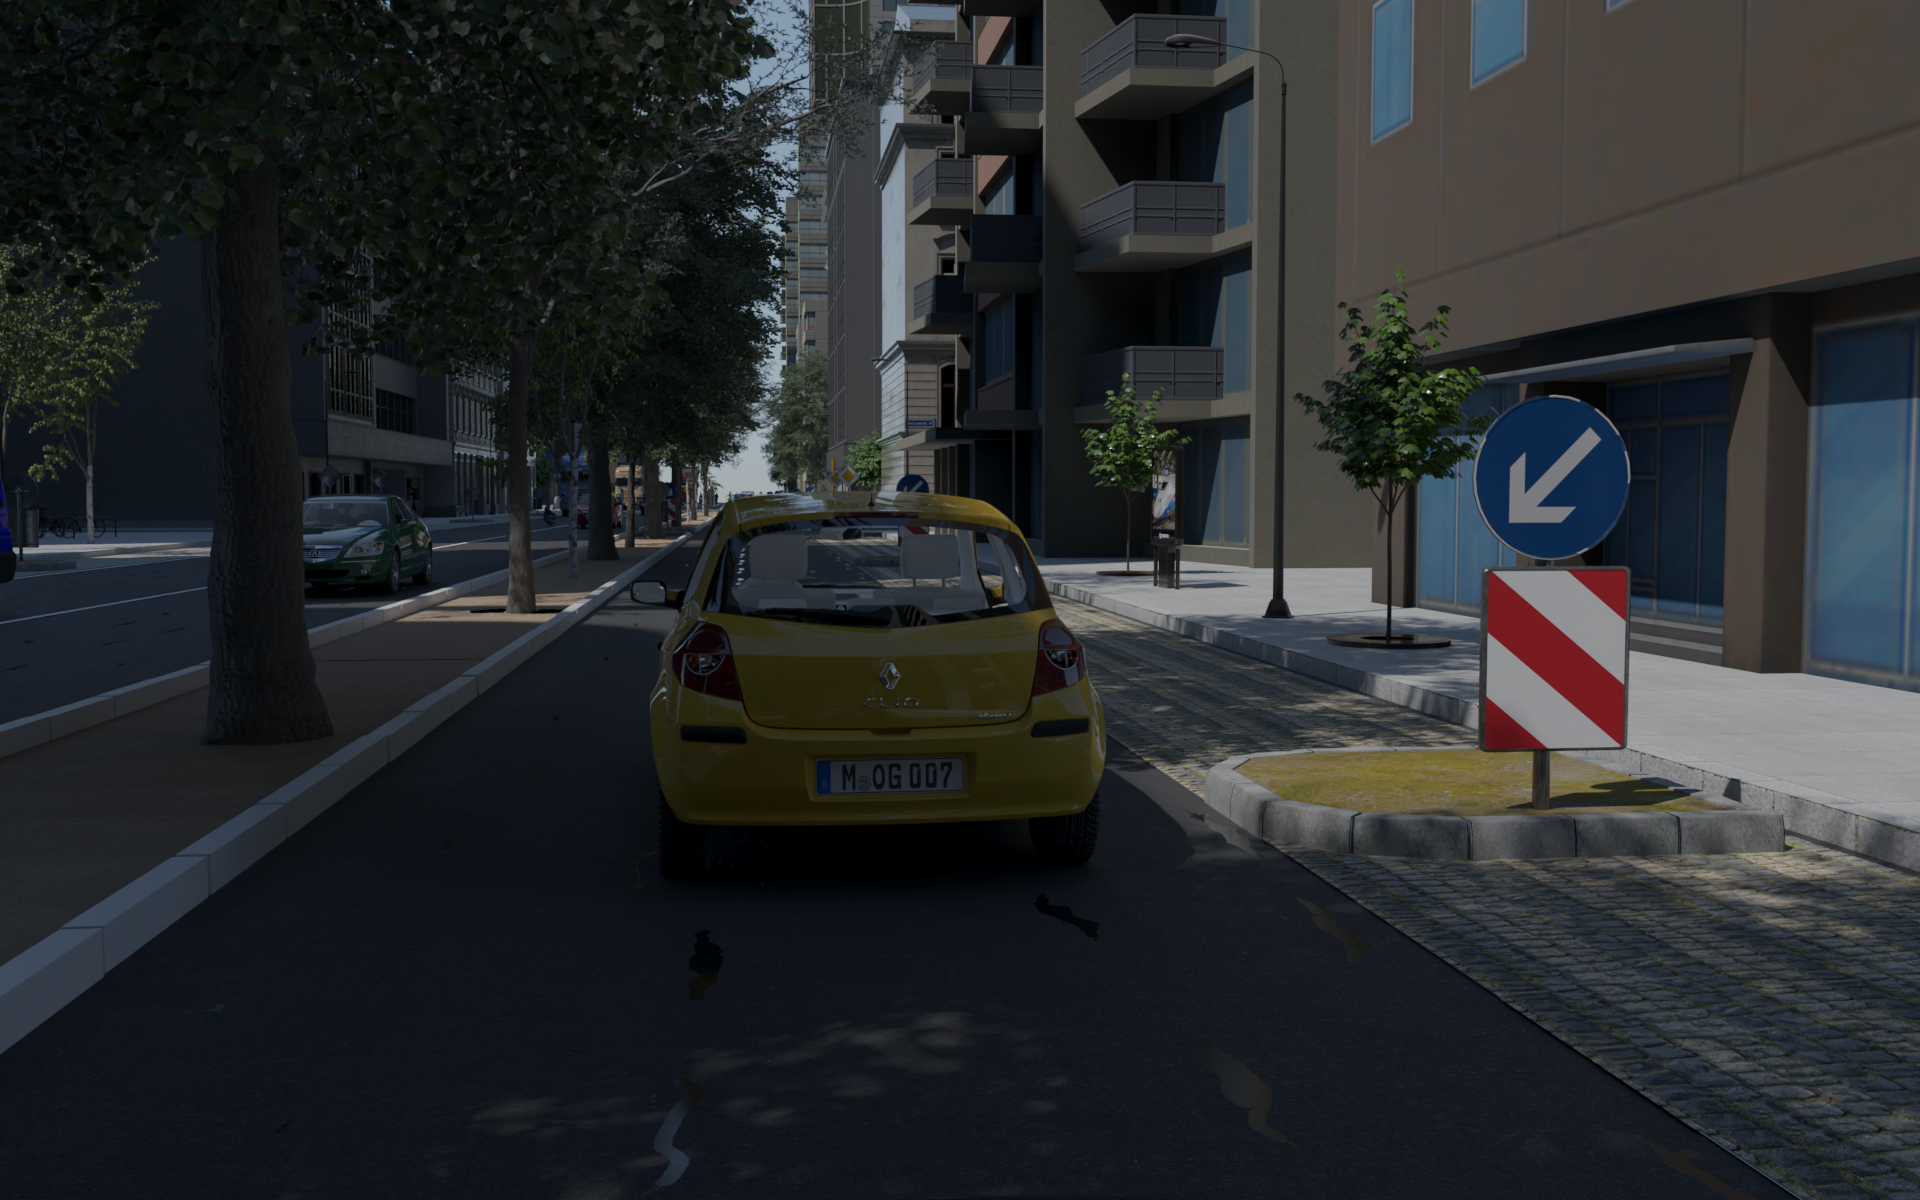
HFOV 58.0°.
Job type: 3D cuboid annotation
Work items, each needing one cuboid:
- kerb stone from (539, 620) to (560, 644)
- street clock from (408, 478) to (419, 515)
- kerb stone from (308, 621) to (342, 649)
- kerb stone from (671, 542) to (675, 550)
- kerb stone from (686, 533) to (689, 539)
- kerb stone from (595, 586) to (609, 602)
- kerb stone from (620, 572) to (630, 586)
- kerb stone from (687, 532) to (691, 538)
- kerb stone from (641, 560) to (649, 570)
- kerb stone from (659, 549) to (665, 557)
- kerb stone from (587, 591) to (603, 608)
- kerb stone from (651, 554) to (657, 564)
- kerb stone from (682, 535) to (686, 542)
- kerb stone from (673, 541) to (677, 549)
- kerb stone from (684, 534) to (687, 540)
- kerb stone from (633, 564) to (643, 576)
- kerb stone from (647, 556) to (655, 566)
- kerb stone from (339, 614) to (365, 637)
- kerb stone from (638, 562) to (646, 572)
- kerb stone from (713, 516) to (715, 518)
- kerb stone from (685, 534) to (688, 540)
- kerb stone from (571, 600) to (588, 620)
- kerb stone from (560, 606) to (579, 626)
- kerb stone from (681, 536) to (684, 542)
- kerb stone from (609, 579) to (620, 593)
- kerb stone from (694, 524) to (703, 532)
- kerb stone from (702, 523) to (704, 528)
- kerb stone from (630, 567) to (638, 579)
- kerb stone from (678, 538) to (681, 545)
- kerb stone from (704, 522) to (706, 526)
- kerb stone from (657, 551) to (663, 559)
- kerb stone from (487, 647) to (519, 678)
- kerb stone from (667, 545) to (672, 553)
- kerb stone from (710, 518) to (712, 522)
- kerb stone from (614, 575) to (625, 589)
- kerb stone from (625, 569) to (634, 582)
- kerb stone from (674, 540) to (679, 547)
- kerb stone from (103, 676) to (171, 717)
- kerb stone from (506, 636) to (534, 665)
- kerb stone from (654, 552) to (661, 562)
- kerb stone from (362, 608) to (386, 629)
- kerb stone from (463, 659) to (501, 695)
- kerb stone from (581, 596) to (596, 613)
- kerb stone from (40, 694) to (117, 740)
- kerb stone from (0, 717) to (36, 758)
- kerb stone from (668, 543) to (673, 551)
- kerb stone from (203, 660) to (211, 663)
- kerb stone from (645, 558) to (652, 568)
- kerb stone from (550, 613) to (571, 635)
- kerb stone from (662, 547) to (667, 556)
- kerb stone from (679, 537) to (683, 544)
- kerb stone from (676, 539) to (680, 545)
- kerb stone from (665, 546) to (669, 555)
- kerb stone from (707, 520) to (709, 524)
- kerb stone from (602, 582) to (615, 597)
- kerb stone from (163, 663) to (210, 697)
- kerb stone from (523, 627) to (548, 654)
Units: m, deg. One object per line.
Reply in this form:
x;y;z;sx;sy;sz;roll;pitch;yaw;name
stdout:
-4.035;0.328;16.873;0.120;0.150;1.000;0;4;-7;kerb stone
-25.225;-4.612;79.975;0.358;2.002;0.471;3;5;41;street clock
-6.124;0.342;16.599;0.120;0.150;1.000;0;4;-7;kerb stone
-7.273;-1.293;43.342;0.120;0.150;1.000;0;4;-7;kerb stone
-8.521;-1.916;53.518;0.120;0.150;1.000;0;4;-7;kerb stone
-4.791;-0.047;22.965;0.120;0.150;1.000;0;4;-7;kerb stone
-5.289;-0.297;27.059;0.120;0.150;1.000;0;4;-7;kerb stone
-8.642;-1.978;54.538;0.120;0.150;1.000;0;4;-7;kerb stone
-5.912;-0.608;32.152;0.120;0.150;1.000;0;4;-7;kerb stone
-6.654;-0.979;38.245;0.120;0.150;1.000;0;4;-7;kerb stone
-4.660;0.015;21.951;0.120;0.150;1.000;0;4;-7;kerb stone
-6.288;-0.795;35.200;0.120;0.150;1.000;0;4;-7;kerb stone
-8.145;-1.729;50.463;0.120;0.150;1.000;0;4;-7;kerb stone
-7.400;-1.354;44.357;0.120;0.150;1.000;0;4;-7;kerb stone
-8.271;-1.791;51.477;0.120;0.150;1.000;0;4;-7;kerb stone
-5.656;-0.483;30.116;0.120;0.150;1.000;0;4;-7;kerb stone
-6.154;-0.727;34.186;0.120;0.150;1.000;0;4;-7;kerb stone
-6.249;0.280;17.617;0.120;0.150;1.000;0;4;-7;kerb stone
-5.784;-0.546;31.130;0.120;0.150;1.000;0;4;-7;kerb stone
-13.189;-4.251;91.699;0.120;0.150;1.000;0;4;-7;kerb stone
-8.393;-1.846;52.504;0.120;0.150;1.000;0;4;-7;kerb stone
-4.414;0.139;19.916;0.120;0.150;1.000;0;4;-7;kerb stone
-4.293;0.205;18.901;0.120;0.150;1.000;0;4;-7;kerb stone
-8.018;-1.666;49.448;0.120;0.150;1.000;0;4;-7;kerb stone
-5.040;-0.172;25.014;0.120;0.150;1.000;0;4;-7;kerb stone
-10.449;-2.881;69.302;0.120;0.150;1.000;0;4;-7;kerb stone
-10.570;-2.942;70.317;0.120;0.150;1.000;0;4;-7;kerb stone
-5.543;-0.421;29.100;0.120;0.150;1.000;0;4;-7;kerb stone
-7.780;-1.542;47.407;0.120;0.150;1.000;0;4;-7;kerb stone
-10.944;-3.126;73.361;0.120;0.150;1.000;0;4;-7;kerb stone
-6.526;-0.915;37.230;0.120;0.150;1.000;0;4;-7;kerb stone
-3.669;0.513;13.813;0.120;0.150;1.000;0;4;-7;kerb stone
-7.022;-1.169;41.313;0.120;0.150;1.000;0;4;-7;kerb stone
-12.319;-3.813;84.586;0.120;0.150;1.000;0;4;-7;kerb stone
-5.165;-0.235;26.038;0.120;0.150;1.000;0;4;-7;kerb stone
-5.419;-0.360;28.081;0.120;0.150;1.000;0;4;-7;kerb stone
-7.520;-1.411;45.372;0.120;0.150;1.000;0;4;-7;kerb stone
-5.497;0.653;11.522;0.120;0.150;1.000;0;4;-7;kerb stone
-3.794;0.450;14.833;0.120;0.150;1.000;0;4;-7;kerb stone
-6.402;-0.857;36.215;0.120;0.150;1.000;0;4;-7;kerb stone
-6.372;0.221;18.632;0.120;0.150;1.000;0;4;-7;kerb stone
-3.539;0.575;12.787;0.120;0.150;1.000;0;4;-7;kerb stone
-4.538;0.083;20.936;0.120;0.150;1.000;0;4;-7;kerb stone
-5.375;0.719;10.507;0.120;0.150;1.000;0;4;-7;kerb stone
-5.253;0.777;9.489;0.120;0.150;1.000;0;4;-7;kerb stone
-7.152;-1.231;42.327;0.120;0.150;1.000;0;4;-7;kerb stone
-5.744;0.529;13.551;0.120;0.150;1.000;0;4;-7;kerb stone
-6.038;-0.671;33.170;0.120;0.150;1.000;0;4;-7;kerb stone
-4.158;0.266;17.888;0.120;0.150;1.000;0;4;-7;kerb stone
-6.779;-1.044;39.264;0.120;0.150;1.000;0;4;-7;kerb stone
-7.899;-1.602;48.433;0.120;0.150;1.000;0;4;-7;kerb stone
-7.647;-1.480;46.387;0.120;0.150;1.000;0;4;-7;kerb stone
-6.906;-1.107;40.292;0.120;0.150;1.000;0;4;-7;kerb stone
-11.574;-3.441;78.454;0.120;0.150;1.000;0;4;-7;kerb stone
-4.921;-0.110;23.996;0.120;0.150;1.000;0;4;-7;kerb stone
-5.632;0.599;12.536;0.120;0.150;1.000;0;4;-7;kerb stone
-3.917;0.388;15.848;0.120;0.150;1.000;0;4;-7;kerb stone
